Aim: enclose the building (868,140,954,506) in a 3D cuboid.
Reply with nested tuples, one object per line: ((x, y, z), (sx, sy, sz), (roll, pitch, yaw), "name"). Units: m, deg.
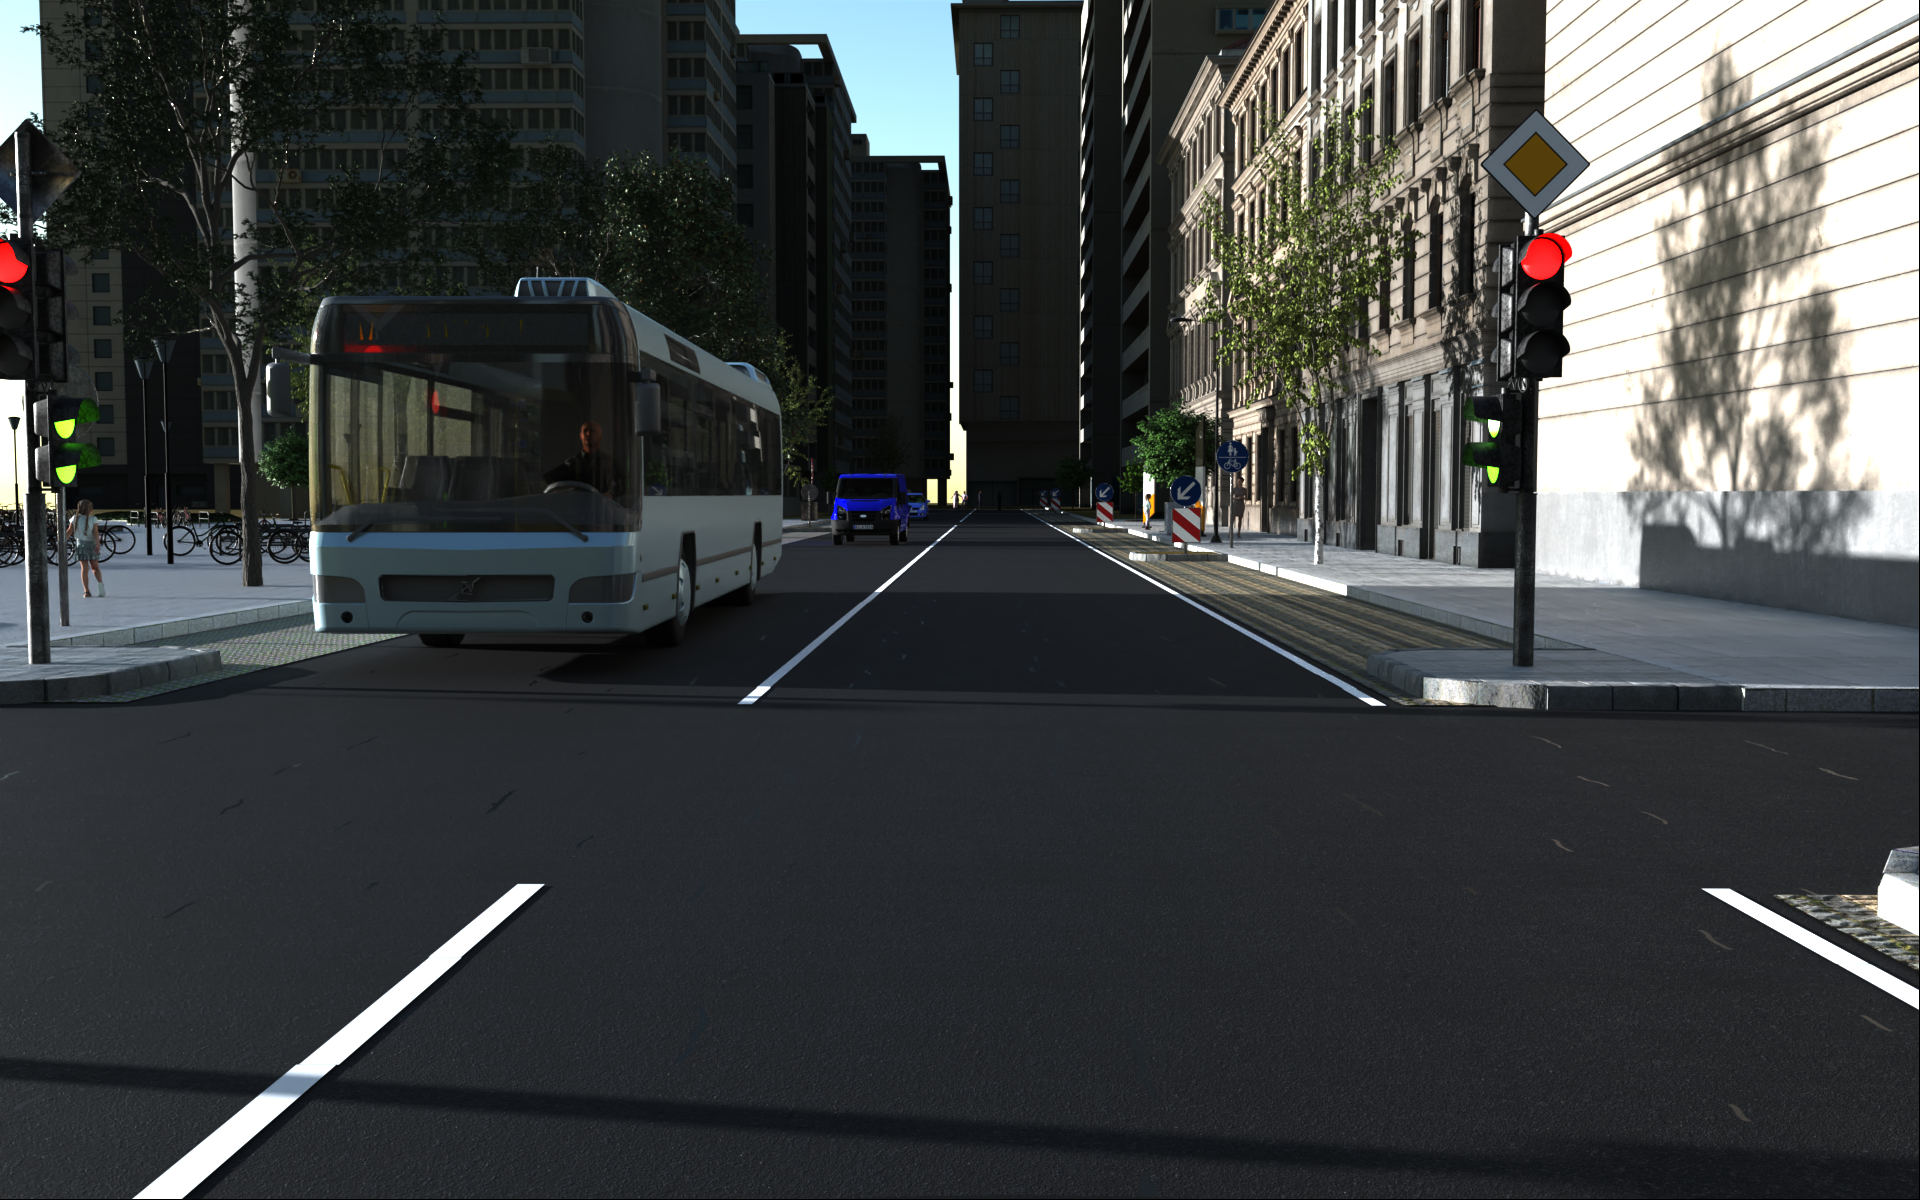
((-12.872, -30.433, 189.456), (23.993, 40.220, 32.217), (0, 4, 1), "building")

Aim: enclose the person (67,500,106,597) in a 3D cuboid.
((-10.883, -0.638, 21.483), (0.505, 1.210, 0.382), (-1, 4, -19), "person")

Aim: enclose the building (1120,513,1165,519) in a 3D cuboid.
((20.723, -29.086, 99.258), (21.300, 48.544, 21.600), (0, 4, 1), "building")

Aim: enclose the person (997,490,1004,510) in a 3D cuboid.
((3.521, -8.804, 152.588), (0.705, 1.807, 1.348), (-1, 4, -18), "person")

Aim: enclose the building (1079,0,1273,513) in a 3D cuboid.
((21.575, -32.153, 149.398), (21.300, 48.544, 21.600), (0, 4, 1), "building")

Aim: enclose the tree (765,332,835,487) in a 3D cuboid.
((-8.002, -7.750, 77.071), (4.737, 8.622, 4.395), (0, 3, 0), "tree")

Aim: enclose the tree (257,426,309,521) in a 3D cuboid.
((-32.046, -6.096, 83.383), (4.285, 4.588, 4.351), (0, 3, 0), "tree")

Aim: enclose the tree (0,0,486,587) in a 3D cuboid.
((-9.826, -5.490, 24.178), (8.767, 10.594, 7.601), (0, 4, 2), "tree")

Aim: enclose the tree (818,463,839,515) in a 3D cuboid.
((-7.793, -6.816, 106.045), (1.663, 3.219, 1.824), (0, 3, 0), "tree")

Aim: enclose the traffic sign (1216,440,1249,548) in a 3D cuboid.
((6.452, -2.508, 41.104), (0.768, 2.556, 0.104), (0, 4, 3), "traffic sign")

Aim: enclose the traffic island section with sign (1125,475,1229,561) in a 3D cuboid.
((4.709, -1.769, 37.558), (1.989, 1.847, 2.006), (0, 4, 1), "traffic island section with sign")

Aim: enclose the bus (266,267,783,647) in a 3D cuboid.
((-3.860, -1.481, 19.081), (2.948, 3.499, 13.247), (0, 4, 0), "bus")

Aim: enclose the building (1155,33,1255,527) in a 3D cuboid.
((15.470, -14.752, 77.352), (11.583, 22.565, 21.152), (0, 4, 1), "building")

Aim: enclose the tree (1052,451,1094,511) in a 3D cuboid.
((8.720, -9.161, 133.502), (4.285, 4.588, 4.351), (0, 3, 0), "tree")

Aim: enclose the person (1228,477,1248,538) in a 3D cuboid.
((8.133, -2.708, 50.664), (0.599, 1.781, 0.374), (0, 4, -2), "person")

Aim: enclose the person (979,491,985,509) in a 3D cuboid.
((2.059, -9.506, 164.379), (0.568, 1.767, 0.683), (0, 4, 6), "person")

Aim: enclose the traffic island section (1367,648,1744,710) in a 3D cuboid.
((4.230, 0.571, 12.944), (2.009, 0.180, 2.903), (0, 4, 1), "traffic island section")

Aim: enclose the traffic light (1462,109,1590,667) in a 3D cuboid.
((4.190, -1.462, 12.831), (0.839, 4.253, 0.868), (0, 4, 1), "traffic light")

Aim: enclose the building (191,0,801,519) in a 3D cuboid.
((-26.042, -24.983, 100.347), (32.217, 40.220, 23.993), (0, 4, 1), "building")

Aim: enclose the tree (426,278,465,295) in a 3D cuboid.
((-17.720, -6.624, 58.659), (4.737, 8.622, 4.395), (0, 3, 0), "tree")

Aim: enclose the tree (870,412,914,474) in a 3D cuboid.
((-6.288, -12.548, 155.525), (4.360, 8.622, 3.978), (0, 3, 0), "tree")

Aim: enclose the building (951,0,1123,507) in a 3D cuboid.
((13.097, -36.571, 187.174), (27.495, 52.752, 28.713), (0, 4, 1), "building")

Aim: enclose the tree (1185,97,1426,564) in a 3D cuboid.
((6.347, -4.963, 31.509), (4.737, 8.622, 4.395), (0, 3, 0), "tree")

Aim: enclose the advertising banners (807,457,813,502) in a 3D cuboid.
((-7.231, -5.350, 83.667), (0.090, 3.025, 2.074), (-1, 4, -11), "advertising banners")

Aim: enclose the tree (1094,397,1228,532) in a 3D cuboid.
((7.367, -4.572, 58.464), (4.285, 4.588, 4.351), (0, 3, 0), "tree")

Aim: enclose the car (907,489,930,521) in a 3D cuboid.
((-2.586, -5.206, 94.708), (1.945, 1.707, 3.694), (0, 4, 0), "car")

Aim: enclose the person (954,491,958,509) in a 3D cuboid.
((-0.378, -9.471, 164.013), (0.551, 1.740, 0.621), (3, 4, 39), "person")

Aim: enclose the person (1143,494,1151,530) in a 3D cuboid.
((6.754, -3.178, 62.275), (0.394, 1.301, 0.425), (-3, 5, -43), "person")

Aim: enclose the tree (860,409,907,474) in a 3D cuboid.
((-6.533, -12.177, 149.461), (4.737, 8.622, 4.395), (0, 3, 0), "tree")

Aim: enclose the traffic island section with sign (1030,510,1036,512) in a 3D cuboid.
((6.708, -8.142, 141.752), (1.989, 1.847, 2.006), (0, 4, 1), "traffic island section with sign")

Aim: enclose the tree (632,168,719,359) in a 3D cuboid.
((-9.637, -6.738, 44.586), (7.601, 10.594, 8.767), (0, 4, -3), "tree")

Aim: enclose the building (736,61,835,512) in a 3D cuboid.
((-16.354, -21.271, 119.477), (14.160, 30.474, 14.107), (0, 4, 1), "building")

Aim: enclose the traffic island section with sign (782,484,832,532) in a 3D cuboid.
((-5.668, -3.483, 65.577), (1.989, 1.847, 2.006), (0, 4, 1), "traffic island section with sign")

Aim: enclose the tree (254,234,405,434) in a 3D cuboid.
((-17.797, -6.030, 48.957), (4.737, 8.622, 4.395), (0, 3, 0), "tree")

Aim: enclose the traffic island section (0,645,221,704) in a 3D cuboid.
((-7.010, 0.558, 13.165), (2.009, 0.180, 2.903), (0, 4, 1), "traffic island section")

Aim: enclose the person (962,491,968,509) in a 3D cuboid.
((0.397, -9.295, 161.418), (0.436, 1.711, 0.756), (-3, 5, -39), "person")

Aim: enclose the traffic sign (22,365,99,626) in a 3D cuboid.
((-8.704, -1.019, 16.763), (0.768, 2.556, 0.104), (0, 4, 5), "traffic sign")

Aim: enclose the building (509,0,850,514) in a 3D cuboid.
((-21.210, -27.805, 146.496), (23.993, 40.220, 32.217), (0, 4, 1), "building")

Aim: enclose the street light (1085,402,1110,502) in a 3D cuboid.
((7.026, -7.039, 87.629), (1.470, 5.913, 1.316), (0, 4, 1), "street light")

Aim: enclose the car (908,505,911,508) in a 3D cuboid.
((-3.083, -3.858, 75.663), (1.945, 1.354, 3.894), (0, 4, 0), "car")

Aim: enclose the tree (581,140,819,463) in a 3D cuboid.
((-9.429, -8.532, 56.510), (9.611, 12.733, 9.660), (0, 3, 0), "tree")

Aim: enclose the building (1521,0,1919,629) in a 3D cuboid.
((20.360, -14.288, 20.998), (23.554, 28.519, 14.401), (0, 4, 1), "building")

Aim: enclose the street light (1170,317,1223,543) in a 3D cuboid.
((6.230, -4.472, 45.656), (1.470, 5.913, 1.316), (0, 4, 1), "street light")

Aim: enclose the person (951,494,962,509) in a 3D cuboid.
((-0.277, -9.534, 165.104), (1.217, 1.735, 0.721), (0, 4, 1), "person")

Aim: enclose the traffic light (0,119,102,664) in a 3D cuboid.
((-6.970, -1.474, 13.029), (0.839, 4.253, 0.868), (0, 4, 1), "traffic light")

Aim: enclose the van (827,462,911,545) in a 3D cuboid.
((-2.578, -2.820, 50.490), (2.240, 2.365, 5.245), (0, 4, 2), "van")

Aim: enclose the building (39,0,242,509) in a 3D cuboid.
((-65.078, -43.677, 152.370), (20.611, 71.187, 20.563), (0, 4, 1), "building")

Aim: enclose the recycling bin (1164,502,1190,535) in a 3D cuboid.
((6.770, -2.538, 54.043), (0.722, 1.027, 0.722), (0, 4, 2), "recycling bin")

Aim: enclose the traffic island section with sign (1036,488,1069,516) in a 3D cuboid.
((6.194, -6.486, 114.680), (1.989, 1.847, 2.006), (0, 4, 1), "traffic island section with sign")

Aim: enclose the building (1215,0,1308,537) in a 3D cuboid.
((14.889, -11.774, 57.129), (10.561, 19.102, 19.286), (0, 4, 1), "building")

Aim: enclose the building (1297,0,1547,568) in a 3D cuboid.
((13.805, -11.557, 38.104), (9.793, 20.994, 18.267), (0, 4, 1), "building")

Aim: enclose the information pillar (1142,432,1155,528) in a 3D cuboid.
((7.144, -4.535, 65.507), (0.504, 3.616, 0.183), (3, 4, 39), "information pillar")

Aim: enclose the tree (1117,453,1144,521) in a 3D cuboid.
((8.148, -5.315, 81.494), (1.663, 3.219, 1.824), (0, 3, 0), "tree")

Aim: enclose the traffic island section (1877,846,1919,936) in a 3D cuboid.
((4.076, 1.059, 4.961), (2.009, 0.180, 2.903), (0, 4, 1), "traffic island section")

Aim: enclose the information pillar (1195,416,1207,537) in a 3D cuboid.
((7.250, -3.721, 52.195), (0.183, 3.616, 0.504), (-1, 4, -20), "information pillar")

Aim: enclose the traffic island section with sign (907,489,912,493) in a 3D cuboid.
((-4.206, -8.148, 141.849), (1.989, 1.847, 2.006), (0, 4, 1), "traffic island section with sign")

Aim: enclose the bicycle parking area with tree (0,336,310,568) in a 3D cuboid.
((-15.897, -2.868, 33.895), (9.016, 4.147, 8.231), (-1, 4, -16), "bicycle parking area with tree")

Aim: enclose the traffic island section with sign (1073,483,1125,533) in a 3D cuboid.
((5.229, -3.418, 64.508), (1.989, 1.847, 2.006), (0, 4, 1), "traffic island section with sign")
